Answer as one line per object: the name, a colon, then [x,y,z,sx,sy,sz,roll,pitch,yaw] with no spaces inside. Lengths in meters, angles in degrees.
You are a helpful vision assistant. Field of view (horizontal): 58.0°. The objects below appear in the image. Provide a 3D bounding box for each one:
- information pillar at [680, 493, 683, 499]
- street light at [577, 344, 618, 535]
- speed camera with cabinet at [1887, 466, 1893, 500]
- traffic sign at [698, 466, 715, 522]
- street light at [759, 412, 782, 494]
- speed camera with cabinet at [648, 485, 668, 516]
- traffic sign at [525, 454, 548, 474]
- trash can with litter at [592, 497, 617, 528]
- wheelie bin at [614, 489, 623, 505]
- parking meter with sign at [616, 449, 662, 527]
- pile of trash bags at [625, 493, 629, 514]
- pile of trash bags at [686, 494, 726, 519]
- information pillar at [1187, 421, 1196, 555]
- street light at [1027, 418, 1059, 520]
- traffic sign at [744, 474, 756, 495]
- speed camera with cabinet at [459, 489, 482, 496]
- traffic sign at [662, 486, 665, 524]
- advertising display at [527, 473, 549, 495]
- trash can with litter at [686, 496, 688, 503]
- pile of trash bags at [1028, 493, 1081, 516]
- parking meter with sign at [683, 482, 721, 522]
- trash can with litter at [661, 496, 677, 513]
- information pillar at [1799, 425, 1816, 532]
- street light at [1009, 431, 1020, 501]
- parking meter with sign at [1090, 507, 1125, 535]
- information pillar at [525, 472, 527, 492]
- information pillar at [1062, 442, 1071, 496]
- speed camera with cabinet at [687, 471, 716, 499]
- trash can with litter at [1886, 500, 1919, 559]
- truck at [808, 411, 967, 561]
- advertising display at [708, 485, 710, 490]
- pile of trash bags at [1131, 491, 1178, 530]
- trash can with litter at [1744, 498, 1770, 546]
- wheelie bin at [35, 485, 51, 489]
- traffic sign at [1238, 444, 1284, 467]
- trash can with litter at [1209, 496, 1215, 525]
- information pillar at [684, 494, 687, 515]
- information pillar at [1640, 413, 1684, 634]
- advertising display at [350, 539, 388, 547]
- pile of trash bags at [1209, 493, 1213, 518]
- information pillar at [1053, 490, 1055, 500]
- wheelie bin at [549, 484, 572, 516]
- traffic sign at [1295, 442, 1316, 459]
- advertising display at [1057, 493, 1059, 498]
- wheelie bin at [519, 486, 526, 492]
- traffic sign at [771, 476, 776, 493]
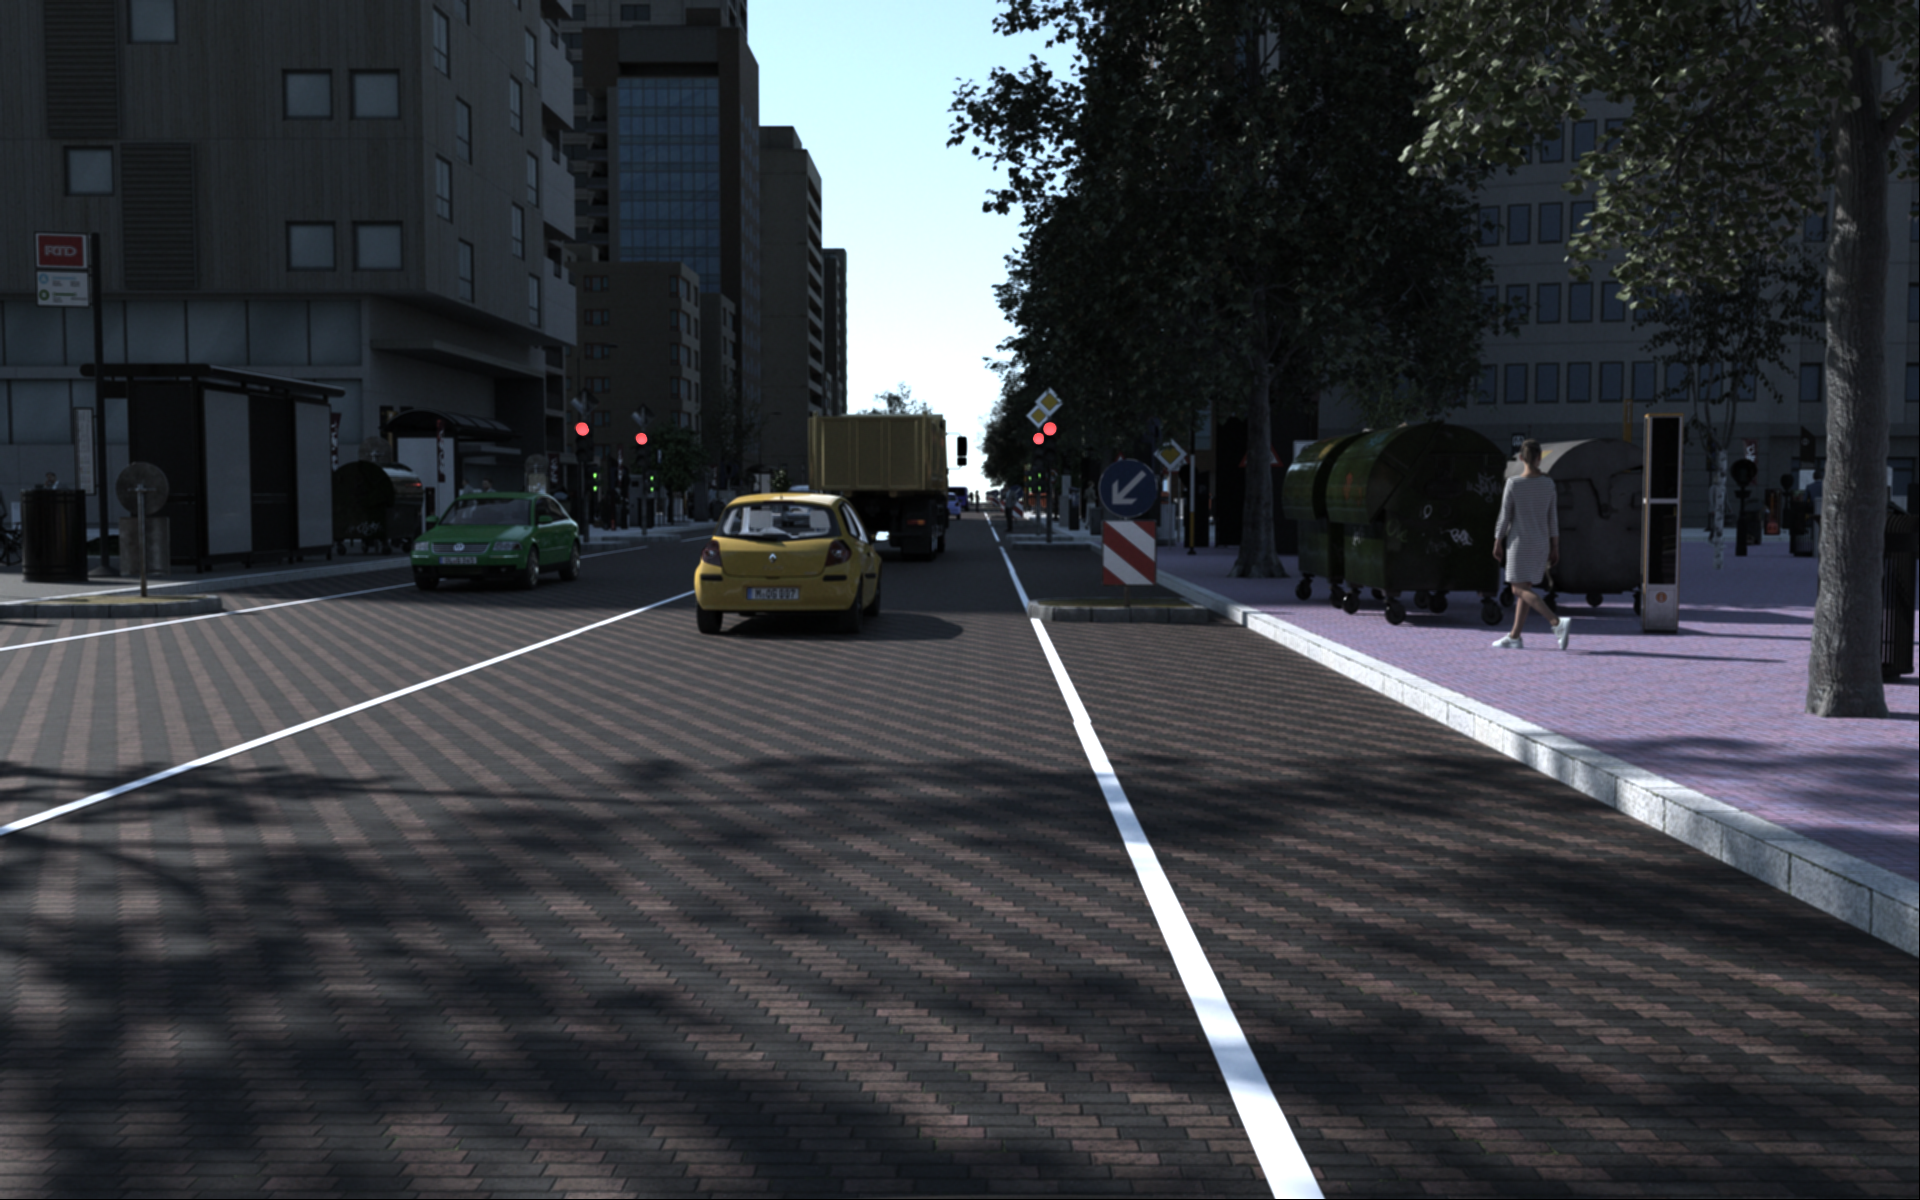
information pillar: [-19.688,-7.229,122.684,0.304,2.012,0.304,0,4,8]
street light: [-11.246,-4.959,53.622,1.470,5.913,1.316,0,4,1]
speed camera with cabinet: [59.807,-7.121,110.771,2.038,3.252,0.660,2,4,32]
traffic sign: [-11.596,-4.833,79.123,0.768,2.556,0.104,0,4,2]
street light: [-10.830,-7.702,98.464,1.470,5.913,1.316,0,4,1]
speed camera with cabinet: [-18.237,-6.642,102.940,2.038,3.252,0.660,3,5,39]
traffic sign: [-13.463,-3.362,55.068,0.768,2.556,0.104,0,4,3]
trash can with litter: [-13.645,-3.368,66.459,0.624,1.170,1.055,1,4,16]
wheelie bin: [-19.657,-5.582,99.178,0.693,1.594,0.980,1,4,10]
parking meter with sign: [-12.578,-4.370,67.704,1.738,3.016,0.543,0,4,6]
pile of trash bags: [-20.894,-6.152,110.340,1.912,1.369,3.447,-1,4,-23]
pile of trash bags: [-13.352,-4.926,90.299,1.912,1.369,3.447,-2,4,-24]
information pillar: [4.934,-2.776,36.746,0.183,3.616,0.504,1,4,8]
street light: [4.150,-6.860,84.695,1.470,5.913,1.316,0,4,1]
traffic sign: [-12.678,-6.384,104.486,0.768,2.556,0.104,0,4,8]
speed camera with cabinet: [-17.878,-4.070,60.881,2.038,3.252,0.660,0,4,4]
traffic sign: [-12.696,-4.527,74.115,0.768,2.556,0.104,1,4,9]
advertising display: [-13.035,-2.956,53.538,0.974,1.923,0.123,3,5,40]
trash can with litter: [-20.575,-7.116,127.740,1.055,1.170,0.624,-1,4,-10]
pile of trash bags: [6.141,-6.624,118.048,3.447,1.369,1.912,2,4,34]
parking meter with sign: [-11.992,-5.142,80.328,1.738,3.016,0.543,0,4,-8]
trash can with litter: [-18.838,-6.190,112.590,1.055,1.170,0.624,-2,4,-31]
information pillar: [28.801,-4.133,58.930,0.504,3.616,0.183,1,4,11]
street light: [4.582,-9.534,128.418,1.470,5.913,1.316,0,4,1]
parking meter with sign: [4.925,-3.515,53.731,1.738,3.016,0.543,1,4,17]
information pillar: [-14.433,-3.294,58.352,0.304,2.012,0.304,1,4,11]
information pillar: [4.647,-5.165,75.794,0.504,3.616,0.183,-3,5,-40]
speed camera with cabinet: [-18.576,-7.962,124.521,2.038,3.252,0.660,-3,4,-38]
trash can with litter: [18.844,-1.407,34.396,1.055,1.170,0.624,2,4,33]
truck: [-1.681,-2.727,40.517,3.469,3.379,9.791,0,4,2]
advertising display: [-17.797,-7.076,120.902,0.974,1.923,0.123,3,5,42]
pile of trash bags: [6.748,-3.108,60.563,1.912,1.369,3.447,-1,4,-9]
trash can with litter: [19.902,-1.965,43.507,0.624,1.170,1.055,2,4,35]
wheelie bin: [-30.783,-3.082,58.297,0.980,1.594,0.693,-2,4,-33]
traffic sign: [5.929,-2.088,34.139,0.884,2.594,0.081,0,4,6]
trash can with litter: [10.396,-3.709,71.698,1.678,1.210,2.233,1,4,9]
information pillar: [-16.713,-6.968,105.275,0.183,3.616,0.504,0,3,0]
information pillar: [6.457,-0.700,15.945,0.304,2.012,0.304,1,4,16]
advertising display: [-14.395,-2.261,42.177,0.974,1.923,0.123,0,4,-3]
pile of trash bags: [13.644,-5.155,94.033,1.912,1.369,3.447,1,4,15]
information pillar: [7.057,-7.525,127.526,0.304,2.012,0.304,1,4,15]
wheelie bin: [-13.085,-2.971,56.476,0.980,1.594,0.693,3,5,43]
traffic sign: [6.710,-1.909,33.334,0.606,2.300,0.079,0,4,2]
advertising display: [6.149,-6.321,108.555,0.123,1.923,0.974,0,4,4]
wheelie bin: [-16.660,-3.611,66.951,0.980,1.594,0.693,3,4,37]
traffic sign: [-13.208,-7.510,122.893,0.768,2.556,0.104,0,4,5]
